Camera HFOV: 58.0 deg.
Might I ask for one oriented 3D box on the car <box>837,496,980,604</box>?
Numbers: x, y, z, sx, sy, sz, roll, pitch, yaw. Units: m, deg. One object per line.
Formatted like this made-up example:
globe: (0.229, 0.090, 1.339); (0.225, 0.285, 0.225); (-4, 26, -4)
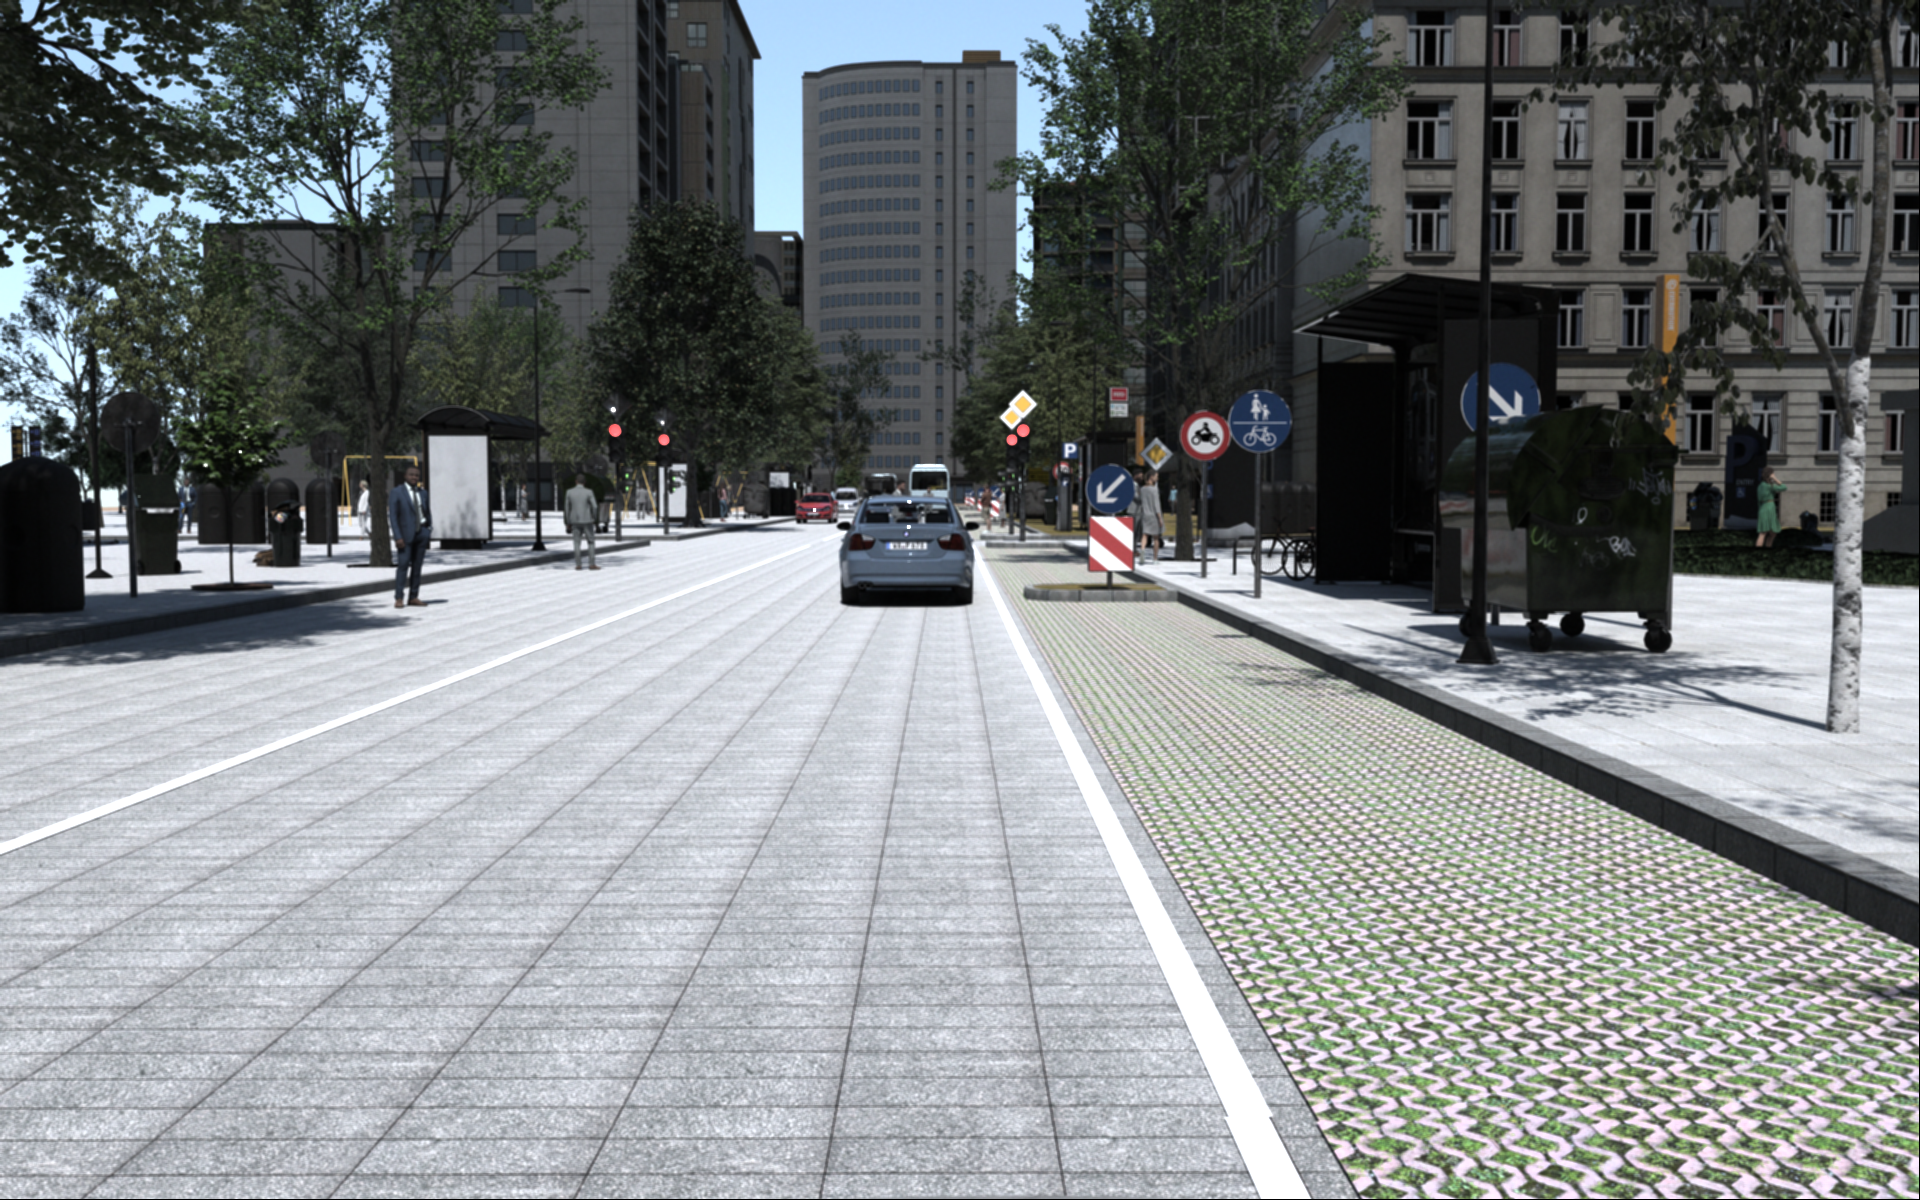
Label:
car: (-0.720, -0.730, 23.938); (2.014, 1.417, 4.499); (0, 4, -1)

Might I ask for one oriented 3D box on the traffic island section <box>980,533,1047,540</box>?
traffic island section: (1.652, -1.987, 54.766); (2.009, 0.180, 2.903); (0, 4, 0)

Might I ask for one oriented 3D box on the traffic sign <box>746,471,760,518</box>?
traffic sign: (-11.243, -5.753, 94.164); (0.768, 2.556, 0.104); (1, 4, 8)

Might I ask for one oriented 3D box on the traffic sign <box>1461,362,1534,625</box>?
traffic sign: (5.241, -1.026, 16.886); (0.768, 2.556, 0.104); (0, 4, 1)

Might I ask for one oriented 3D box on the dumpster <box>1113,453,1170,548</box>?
dumpster: (4.205, -2.402, 41.773); (1.502, 2.255, 1.985); (0, 4, 0)

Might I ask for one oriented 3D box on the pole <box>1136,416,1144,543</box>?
pole: (4.716, -3.156, 45.442); (0.158, 3.312, 0.155); (0, 3, 0)

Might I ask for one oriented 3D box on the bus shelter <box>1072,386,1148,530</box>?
bus shelter: (5.248, -5.183, 62.372); (2.179, 5.291, 8.768); (0, 4, 0)

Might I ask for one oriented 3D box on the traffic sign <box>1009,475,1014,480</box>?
traffic sign: (3.364, -6.757, 110.578); (0.768, 2.556, 0.104); (1, 4, 8)

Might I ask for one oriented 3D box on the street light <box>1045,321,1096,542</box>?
street light: (3.084, -4.534, 46.664); (1.470, 5.913, 1.316); (0, 4, 0)

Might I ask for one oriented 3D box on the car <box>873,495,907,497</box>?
car: (-2.180, -2.695, 56.063); (2.014, 1.417, 4.499); (0, 4, 1)

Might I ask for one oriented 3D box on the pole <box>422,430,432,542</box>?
pole: (-14.375, -3.234, 46.719); (0.158, 3.312, 0.155); (0, 3, 0)

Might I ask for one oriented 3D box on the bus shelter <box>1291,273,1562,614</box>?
bus shelter: (5.578, -1.852, 21.556); (1.731, 3.624, 6.357); (0, 4, 0)

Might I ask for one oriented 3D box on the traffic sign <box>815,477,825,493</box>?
traffic sign: (-10.555, -7.953, 130.140); (0.768, 2.556, 0.104); (0, 4, 4)

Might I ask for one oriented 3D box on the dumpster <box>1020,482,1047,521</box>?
dumpster: (3.462, -4.567, 80.427); (1.264, 1.857, 1.865); (0, 4, -1)

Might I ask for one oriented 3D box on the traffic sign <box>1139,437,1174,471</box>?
traffic sign: (4.531, -2.452, 39.824); (0.795, 2.593, 0.064); (0, 4, 7)

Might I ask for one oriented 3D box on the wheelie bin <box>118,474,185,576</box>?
wheelie bin: (-12.860, -1.199, 27.512); (0.693, 1.594, 0.980); (3, 5, 43)

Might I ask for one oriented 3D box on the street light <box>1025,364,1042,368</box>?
street light: (3.013, -5.480, 62.141); (1.470, 5.913, 1.316); (0, 4, 0)

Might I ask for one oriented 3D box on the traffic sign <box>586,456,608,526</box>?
traffic sign: (-12.073, -3.517, 57.616); (0.768, 2.556, 0.104); (0, 4, 4)

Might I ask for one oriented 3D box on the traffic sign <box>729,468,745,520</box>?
traffic sign: (-11.144, -5.293, 86.536); (0.884, 2.594, 0.081); (0, 4, 8)

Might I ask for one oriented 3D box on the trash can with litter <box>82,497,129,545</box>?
trash can with litter: (-22.057, -2.046, 44.517); (2.233, 1.210, 1.678); (-2, 4, -34)

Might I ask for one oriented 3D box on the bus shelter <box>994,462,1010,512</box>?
bus shelter: (3.345, -8.207, 125.467); (1.731, 3.624, 6.357); (0, 4, -1)

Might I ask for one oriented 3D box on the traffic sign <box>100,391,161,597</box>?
traffic sign: (-10.276, -1.306, 21.462); (0.768, 2.556, 0.104); (0, 4, 3)

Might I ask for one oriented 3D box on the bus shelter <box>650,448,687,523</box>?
bus shelter: (-12.772, -5.235, 79.509); (2.014, 3.302, 5.546); (0, 4, -1)

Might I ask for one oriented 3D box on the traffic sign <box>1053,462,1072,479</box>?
traffic sign: (4.044, -4.171, 68.309); (0.768, 2.556, 0.104); (0, 4, 5)

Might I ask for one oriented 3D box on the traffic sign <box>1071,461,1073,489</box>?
traffic sign: (5.787, -6.838, 105.669); (2.265, 3.308, 0.079); (0, 4, 8)

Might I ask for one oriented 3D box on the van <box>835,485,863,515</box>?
van: (-7.074, -6.176, 107.983); (2.013, 2.044, 4.112); (0, 4, -2)

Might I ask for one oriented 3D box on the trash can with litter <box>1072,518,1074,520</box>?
trash can with litter: (5.117, -4.541, 85.295); (1.678, 1.210, 2.233); (1, 4, 19)

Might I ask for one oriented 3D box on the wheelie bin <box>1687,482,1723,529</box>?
wheelie bin: (19.379, -2.269, 45.005); (0.980, 1.594, 0.693); (-3, 5, -40)

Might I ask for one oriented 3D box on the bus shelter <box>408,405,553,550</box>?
bus shelter: (-11.547, -2.952, 42.191); (2.014, 3.302, 5.546); (0, 4, 0)

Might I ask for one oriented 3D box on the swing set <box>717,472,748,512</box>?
swing set: (-16.224, -7.734, 124.070); (3.119, 2.851, 2.862); (3, 5, 44)

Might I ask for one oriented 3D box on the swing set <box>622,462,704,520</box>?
swing set: (-14.533, -5.356, 85.198); (2.862, 2.851, 3.119); (3, 5, 42)

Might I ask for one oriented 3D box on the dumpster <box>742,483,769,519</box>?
dumpster: (-10.673, -5.178, 90.423); (1.264, 1.857, 1.865); (0, 4, -1)

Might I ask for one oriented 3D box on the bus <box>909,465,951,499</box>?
bus: (-2.031, -7.479, 117.140); (2.948, 3.499, 13.247); (0, 4, -1)

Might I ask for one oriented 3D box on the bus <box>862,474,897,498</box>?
bus: (-6.960, -9.714, 153.687); (2.948, 3.499, 13.247); (0, 4, -1)

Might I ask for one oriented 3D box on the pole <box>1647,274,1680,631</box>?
pole: (6.592, -1.369, 16.229); (0.158, 3.312, 0.155); (0, 3, 0)

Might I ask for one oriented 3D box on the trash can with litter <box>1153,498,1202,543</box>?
trash can with litter: (6.228, -2.133, 45.929); (2.233, 1.210, 1.678); (2, 4, 32)

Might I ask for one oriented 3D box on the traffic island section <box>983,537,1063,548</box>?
traffic island section: (1.712, -1.498, 46.781); (2.009, 0.180, 2.903); (0, 4, 0)

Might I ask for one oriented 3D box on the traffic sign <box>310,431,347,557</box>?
traffic sign: (-12.799, -2.140, 35.088); (0.768, 2.556, 0.104); (0, 4, 5)

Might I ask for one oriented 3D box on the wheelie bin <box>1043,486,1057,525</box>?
wheelie bin: (3.862, -3.869, 71.168); (0.693, 1.594, 0.980); (-3, 5, -41)

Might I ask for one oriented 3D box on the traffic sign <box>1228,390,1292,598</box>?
traffic sign: (3.664, -1.293, 21.248); (0.768, 2.556, 0.104); (0, 4, 2)

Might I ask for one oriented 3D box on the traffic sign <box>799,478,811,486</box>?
traffic sign: (-10.796, -7.379, 120.653); (0.884, 2.594, 0.081); (0, 4, 6)

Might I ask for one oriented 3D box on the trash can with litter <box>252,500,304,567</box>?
trash can with litter: (-12.078, -1.171, 30.532); (1.055, 1.170, 0.624); (2, 4, 31)

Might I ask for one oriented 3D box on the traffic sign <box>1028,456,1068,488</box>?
traffic sign: (4.784, -6.094, 93.518); (2.265, 3.308, 0.079); (0, 4, 0)

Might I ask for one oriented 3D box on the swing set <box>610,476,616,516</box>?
swing set: (-16.331, -5.668, 90.289); (3.119, 2.851, 2.862); (1, 4, 9)

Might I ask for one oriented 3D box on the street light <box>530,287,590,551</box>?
street light: (-9.000, -4.068, 39.060); (1.470, 5.913, 1.316); (0, 4, 0)

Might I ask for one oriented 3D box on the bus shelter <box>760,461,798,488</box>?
bus shelter: (-11.295, -7.069, 109.500); (2.014, 3.302, 5.546); (0, 4, 0)

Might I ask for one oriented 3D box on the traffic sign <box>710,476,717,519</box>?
traffic sign: (-12.780, -5.301, 88.801); (0.606, 2.300, 0.079); (0, 4, 6)

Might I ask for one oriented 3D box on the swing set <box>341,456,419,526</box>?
swing set: (-24.168, -4.545, 71.928); (3.119, 2.851, 2.862); (-2, 4, -26)

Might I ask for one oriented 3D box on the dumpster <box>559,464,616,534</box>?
dumpster: (-12.138, -3.298, 56.418); (1.502, 2.255, 1.985); (0, 4, 0)

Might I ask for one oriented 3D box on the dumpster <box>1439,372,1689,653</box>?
dumpster: (5.080, -0.746, 14.693); (1.502, 2.255, 1.985); (0, 4, -1)

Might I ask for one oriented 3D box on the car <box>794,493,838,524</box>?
car: (-7.064, -4.687, 85.667); (2.155, 1.783, 4.494); (0, 4, 1)

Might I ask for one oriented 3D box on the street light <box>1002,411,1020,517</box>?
street light: (2.689, -7.561, 96.161); (1.470, 5.913, 1.316); (0, 4, 0)

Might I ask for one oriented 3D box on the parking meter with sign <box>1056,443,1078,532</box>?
parking meter with sign: (3.619, -3.867, 59.494); (0.543, 3.016, 1.738); (0, 4, -7)

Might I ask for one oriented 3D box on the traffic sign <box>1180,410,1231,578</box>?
traffic sign: (3.737, -1.611, 26.447); (0.768, 2.556, 0.104); (0, 4, 3)

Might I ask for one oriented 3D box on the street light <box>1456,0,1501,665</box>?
street light: (3.408, -2.476, 13.019); (1.470, 5.913, 1.316); (0, 4, 0)
